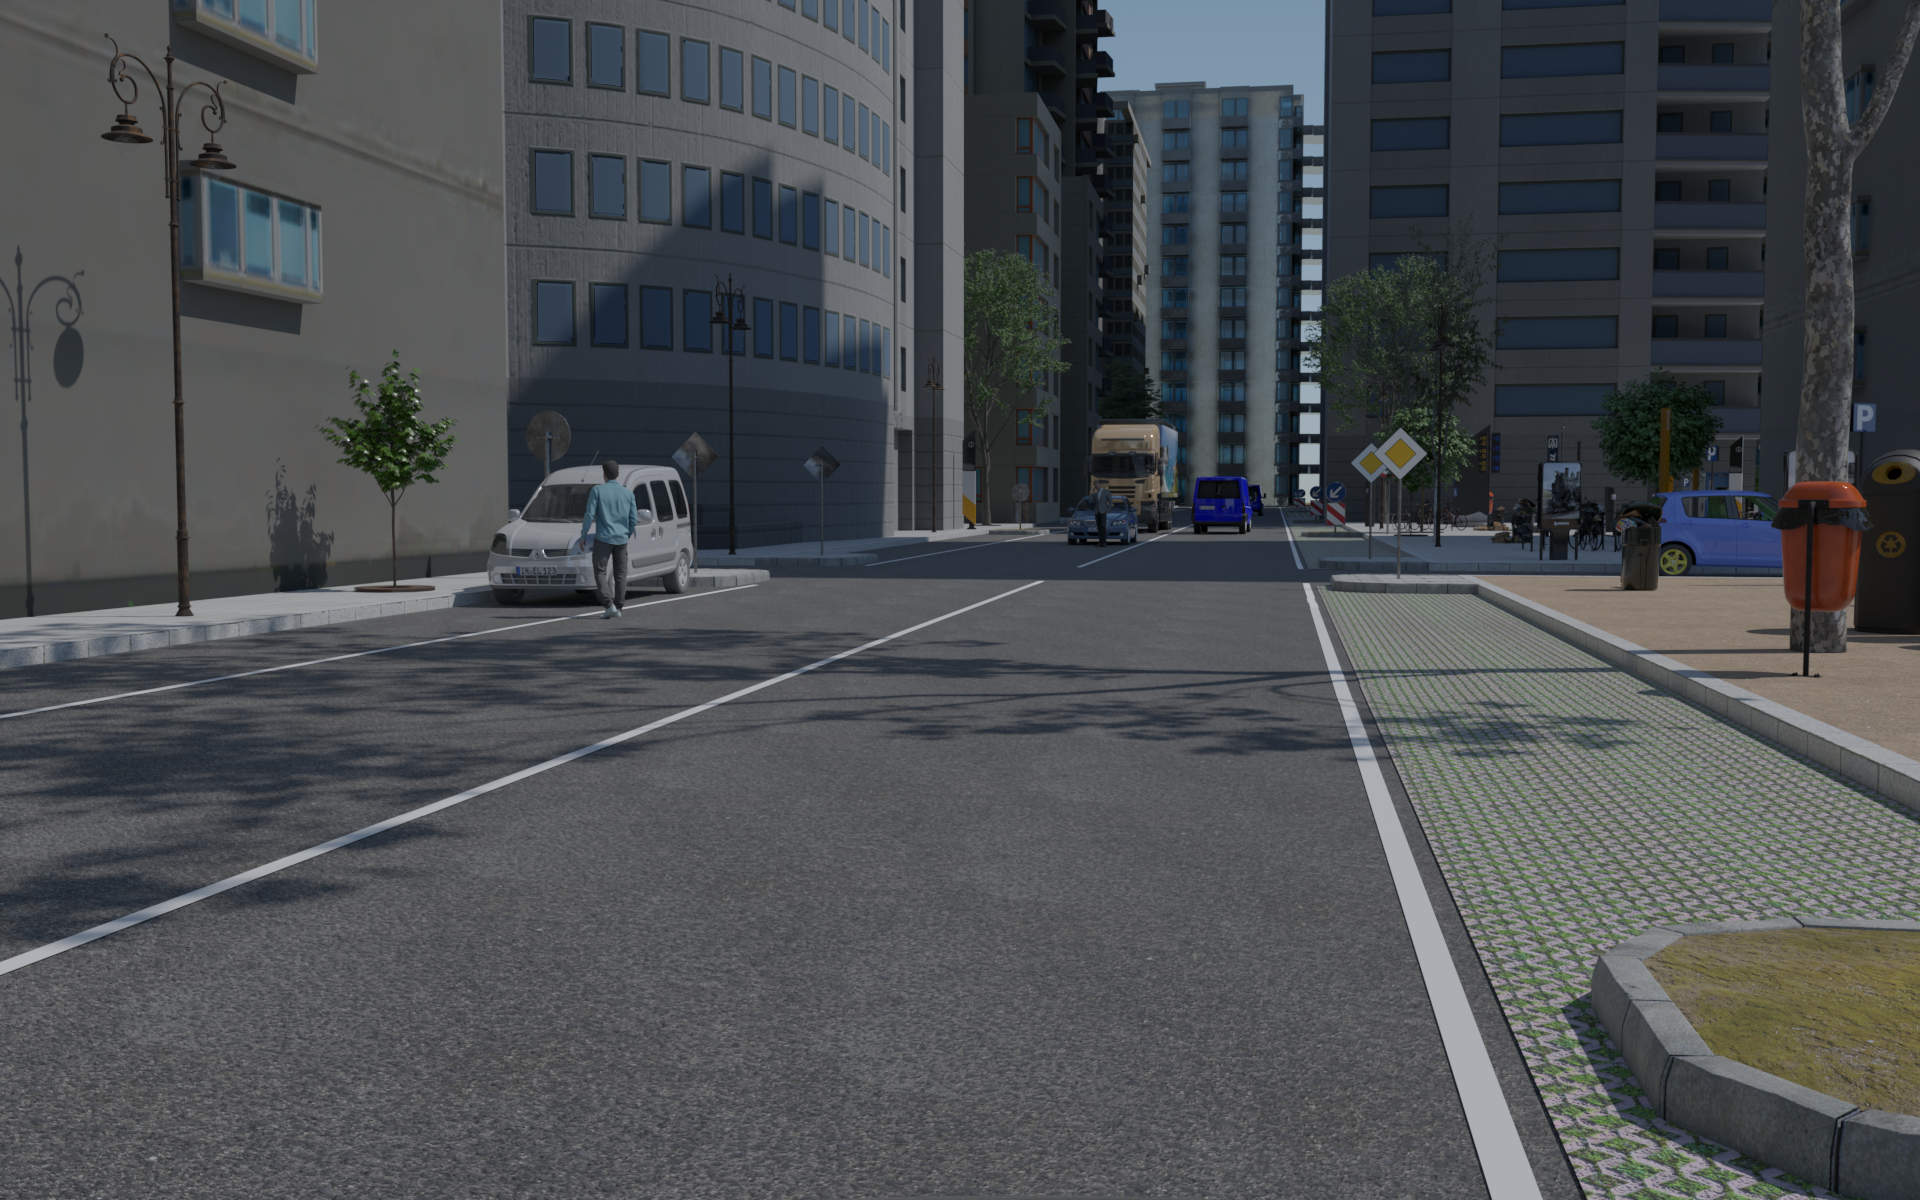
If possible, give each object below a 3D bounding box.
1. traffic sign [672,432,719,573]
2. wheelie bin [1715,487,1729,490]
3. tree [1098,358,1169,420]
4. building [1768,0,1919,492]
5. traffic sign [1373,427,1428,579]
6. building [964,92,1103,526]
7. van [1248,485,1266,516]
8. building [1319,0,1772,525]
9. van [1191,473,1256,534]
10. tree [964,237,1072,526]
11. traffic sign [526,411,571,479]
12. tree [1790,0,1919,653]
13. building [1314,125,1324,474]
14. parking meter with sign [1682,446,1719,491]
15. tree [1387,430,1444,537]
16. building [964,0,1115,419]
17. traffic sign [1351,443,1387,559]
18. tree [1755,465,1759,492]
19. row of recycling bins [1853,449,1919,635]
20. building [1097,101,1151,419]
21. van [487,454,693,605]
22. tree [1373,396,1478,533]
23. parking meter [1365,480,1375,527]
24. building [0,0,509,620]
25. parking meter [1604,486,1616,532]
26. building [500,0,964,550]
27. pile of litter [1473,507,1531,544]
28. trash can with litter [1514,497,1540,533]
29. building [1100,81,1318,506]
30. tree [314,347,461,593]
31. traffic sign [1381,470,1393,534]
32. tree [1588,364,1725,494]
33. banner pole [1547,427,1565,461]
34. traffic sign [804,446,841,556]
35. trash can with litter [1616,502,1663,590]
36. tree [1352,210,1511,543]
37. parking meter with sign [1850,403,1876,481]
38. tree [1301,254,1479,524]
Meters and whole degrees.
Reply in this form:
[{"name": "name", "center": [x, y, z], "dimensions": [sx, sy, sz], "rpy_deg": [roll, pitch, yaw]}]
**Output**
[{"name": "traffic sign", "center": [-4.294, -1.495, 28.088], "dimensions": [0.795, 2.450, 0.064], "rpy_deg": [1, 4, 10]}, {"name": "wheelie bin", "center": [32.151, -3.977, 72.925], "dimensions": [0.980, 1.594, 0.693], "rpy_deg": [0, 4, -2]}, {"name": "tree", "center": [13.899, -13.892, 145.257], "dimensions": [7.486, 12.596, 7.792], "rpy_deg": [0, 3, 0]}, {"name": "building", "center": [75.479, -32.959, 162.584], "dimensions": [21.600, 48.544, 21.300], "rpy_deg": [1, 4, 10]}, {"name": "traffic sign", "center": [6.618, -1.373, 26.087], "dimensions": [0.795, 2.450, 0.064], "rpy_deg": [1, 4, 10]}, {"name": "building", "center": [-7.701, -15.072, 91.462], "dimensions": [27.650, 21.520, 28.899], "rpy_deg": [1, 4, 10]}, {"name": "van", "center": [19.083, -6.738, 114.552], "dimensions": [2.240, 2.365, 5.245], "rpy_deg": [1, 4, 11]}, {"name": "building", "center": [29.688, -33.509, 89.867], "dimensions": [21.231, 58.520, 28.212], "rpy_deg": [1, 4, 10]}, {"name": "van", "center": [9.648, -3.616, 63.504], "dimensions": [2.240, 2.365, 5.245], "rpy_deg": [1, 4, 12]}, {"name": "tree", "center": [0.966, -8.802, 69.665], "dimensions": [9.928, 11.665, 9.643], "rpy_deg": [0, 3, 0]}, {"name": "traffic sign", "center": [-6.318, -1.616, 26.534], "dimensions": [0.768, 2.556, 0.104], "rpy_deg": [1, 4, 16]}, {"name": "tree", "center": [6.036, -9.575, 12.439], "dimensions": [12.611, 20.169, 13.585], "rpy_deg": [0, 3, 0]}, {"name": "building", "center": [55.876, -35.447, 199.174], "dimensions": [30.456, 49.044, 23.786], "rpy_deg": [1, 4, 10]}, {"name": "parking meter with sign", "center": [26.435, -4.049, 62.469], "dimensions": [1.738, 3.016, 0.543], "rpy_deg": [-1, 4, -17]}, {"name": "tree", "center": [13.862, -3.548, 52.618], "dimensions": [1.663, 3.219, 1.824], "rpy_deg": [0, 3, 0]}, {"name": "building", "center": [-0.467, -28.849, 126.302], "dimensions": [22.147, 44.769, 28.867], "rpy_deg": [1, 4, 10]}, {"name": "traffic sign", "center": [8.048, -1.853, 33.944], "dimensions": [0.795, 2.450, 0.064], "rpy_deg": [1, 4, 10]}, {"name": "tree", "center": [44.740, -6.236, 96.563], "dimensions": [1.663, 3.219, 1.824], "rpy_deg": [0, 3, 0]}, {"name": "row of recycling bins", "center": [9.198, -0.474, 14.857], "dimensions": [1.069, 1.692, 3.534], "rpy_deg": [-1, 4, -16]}, {"name": "building", "center": [6.204, -29.250, 170.118], "dimensions": [23.993, 40.220, 32.217], "rpy_deg": [1, 4, 10]}, {"name": "van", "center": [-4.994, -1.021, 23.712], "dimensions": [2.013, 2.044, 4.112], "rpy_deg": [1, 4, 9]}, {"name": "tree", "center": [15.356, -4.502, 57.323], "dimensions": [4.285, 4.588, 4.351], "rpy_deg": [0, 3, 0]}, {"name": "parking meter", "center": [16.079, -3.806, 67.944], "dimensions": [0.255, 1.863, 0.399], "rpy_deg": [-1, 4, -14]}, {"name": "building", "center": [-19.872, -24.195, 19.284], "dimensions": [21.600, 48.544, 21.300], "rpy_deg": [1, 4, 10]}, {"name": "parking meter", "center": [21.778, -3.035, 58.040], "dimensions": [0.372, 1.533, 0.369], "rpy_deg": [0, 3, 0]}, {"name": "building", "center": [-12.689, -31.133, 51.016], "dimensions": [21.231, 58.520, 28.212], "rpy_deg": [1, 4, 10]}, {"name": "pile of litter", "center": [14.444, -1.930, 45.520], "dimensions": [1.719, 0.858, 1.176], "rpy_deg": [-3, 5, -42]}, {"name": "trash can with litter", "center": [18.799, -2.791, 57.023], "dimensions": [1.055, 1.170, 0.624], "rpy_deg": [-2, 4, -28]}, {"name": "building", "center": [25.841, -35.756, 204.223], "dimensions": [30.456, 49.044, 23.786], "rpy_deg": [1, 4, 10]}, {"name": "tree", "center": [-7.366, -1.729, 22.875], "dimensions": [1.663, 3.219, 1.824], "rpy_deg": [0, 3, 0]}, {"name": "traffic sign", "center": [13.622, -3.364, 55.103], "dimensions": [0.768, 2.556, 0.104], "rpy_deg": [1, 4, 13]}, {"name": "tree", "center": [17.636, -3.688, 44.006], "dimensions": [4.285, 4.588, 4.351], "rpy_deg": [0, 3, 0]}, {"name": "banner pole", "center": [22.269, -4.567, 64.695], "dimensions": [0.401, 3.779, 0.863], "rpy_deg": [-3, 4, -38]}, {"name": "traffic sign", "center": [-2.864, -1.976, 35.944], "dimensions": [0.795, 2.450, 0.064], "rpy_deg": [1, 4, 10]}, {"name": "trash can with litter", "center": [9.085, -0.731, 23.347], "dimensions": [0.624, 1.170, 1.055], "rpy_deg": [1, 4, 12]}, {"name": "tree", "center": [12.552, -5.829, 45.671], "dimensions": [4.360, 8.622, 3.978], "rpy_deg": [0, 3, 0]}, {"name": "parking meter with sign", "center": [17.086, -2.317, 34.140], "dimensions": [0.543, 3.016, 1.738], "rpy_deg": [-1, 4, -19]}, {"name": "tree", "center": [18.393, -9.092, 74.403], "dimensions": [9.928, 11.665, 9.643], "rpy_deg": [0, 3, 0]}]
